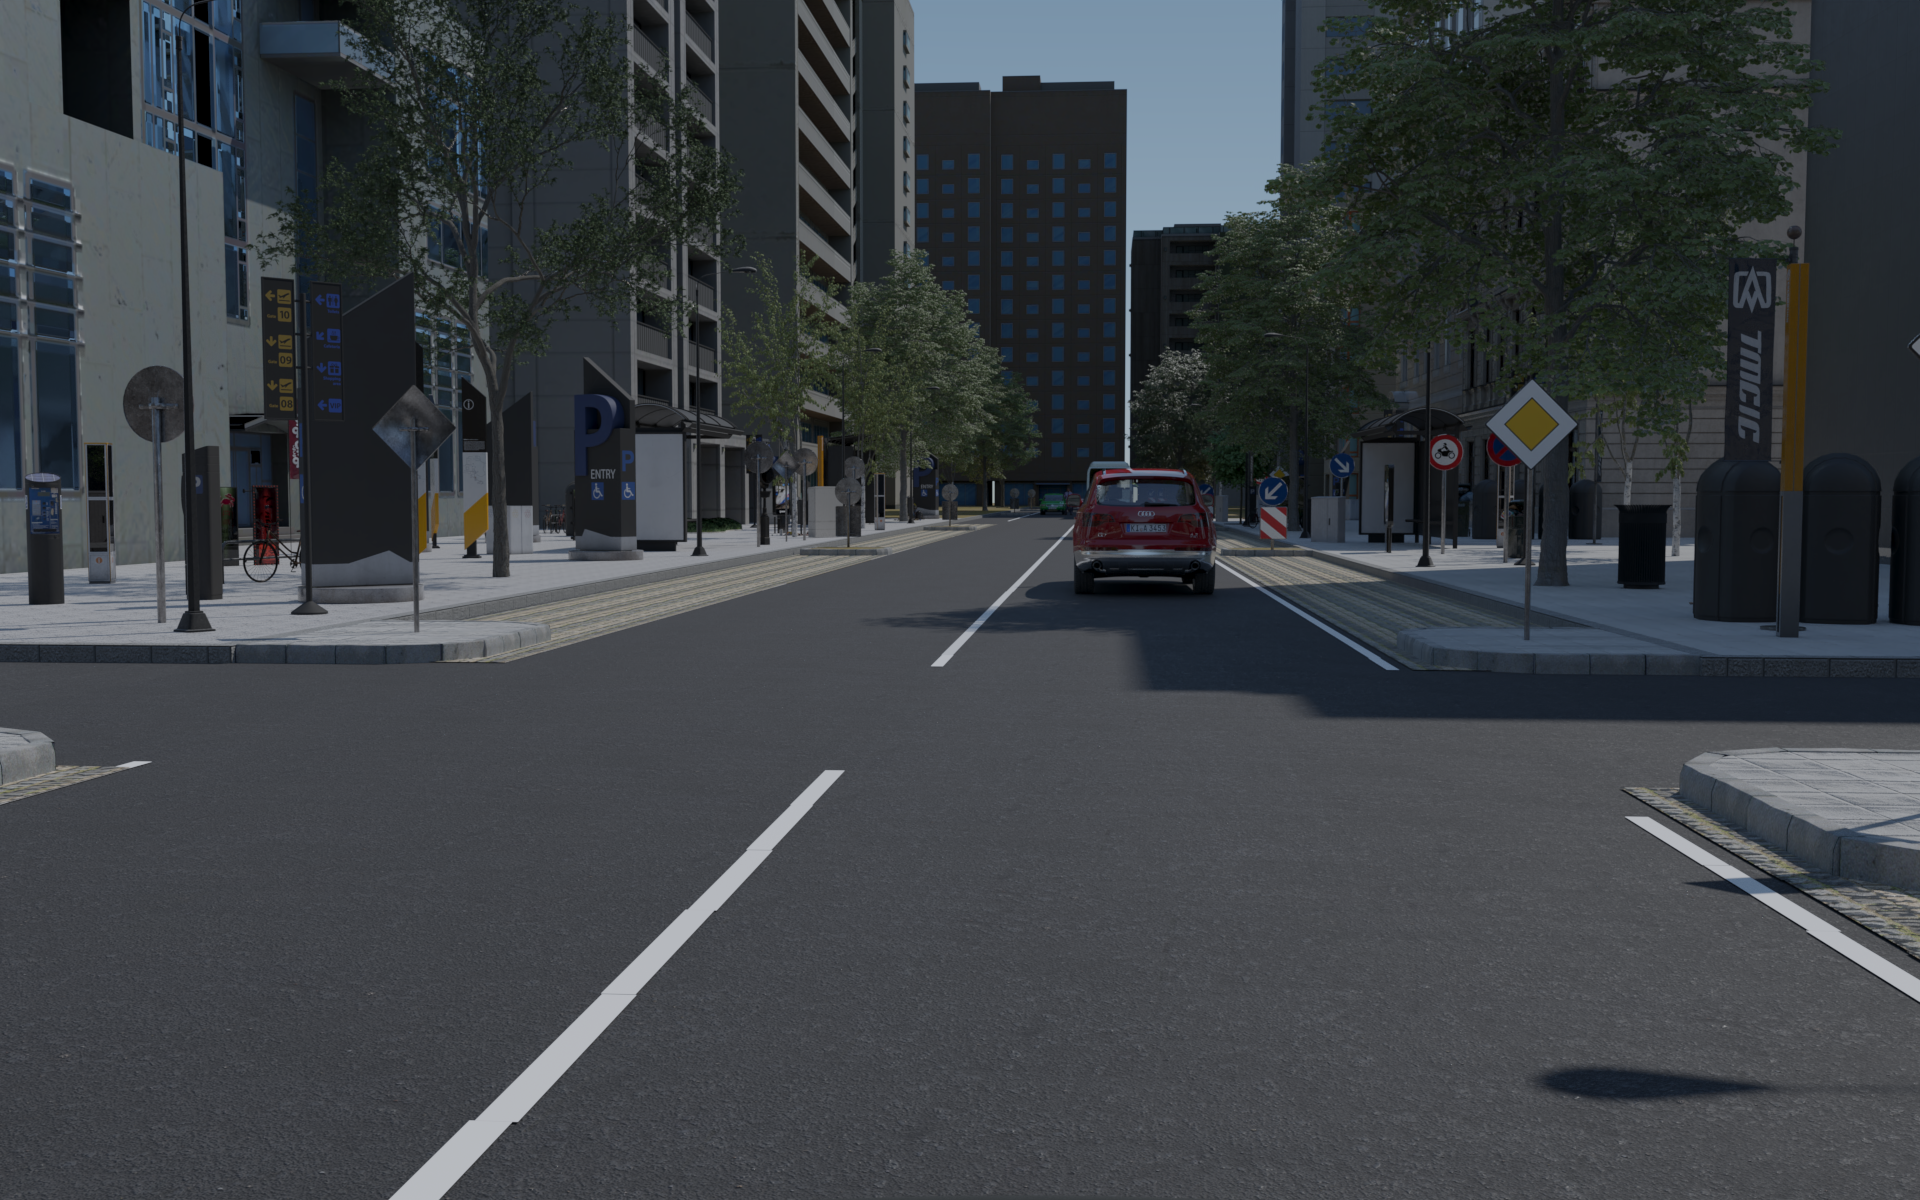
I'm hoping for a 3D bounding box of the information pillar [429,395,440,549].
[{"bbox_3d":[-12.361,-3.018,40.699,0.183,3.616,0.504,-2,4,-29],"label":"information pillar"}]

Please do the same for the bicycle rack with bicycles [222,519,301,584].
[{"bbox_3d":[-9.216,-0.730,25.313,2.852,0.926,2.925,1,4,20],"label":"bicycle rack with bicycles"}]

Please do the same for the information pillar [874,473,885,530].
[{"bbox_3d":[-2.838,-3.469,61.217,0.304,2.012,0.304,-1,4,-22],"label":"information pillar"}]

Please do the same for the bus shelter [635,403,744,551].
[{"bbox_3d":[-6.689,-2.893,41.222,2.014,3.302,5.546,0,4,5],"label":"bus shelter"}]

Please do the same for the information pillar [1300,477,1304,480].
[{"bbox_3d":[14.356,-4.185,72.914,0.304,2.012,0.304,0,4,0],"label":"information pillar"}]

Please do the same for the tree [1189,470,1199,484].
[{"bbox_3d":[17.939,-8.595,135.123,1.663,3.219,1.824,0,3,0],"label":"tree"}]

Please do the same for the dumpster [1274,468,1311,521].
[{"bbox_3d":[12.564,-3.898,66.230,1.502,2.255,1.985,0,4,5],"label":"dumpster"}]

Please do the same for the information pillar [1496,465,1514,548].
[{"bbox_3d":[12.966,-2.243,41.167,0.304,2.012,0.304,3,4,37],"label":"information pillar"}]

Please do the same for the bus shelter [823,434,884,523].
[{"bbox_3d":[-4.321,-4.837,70.365,1.731,3.624,6.357,0,4,5],"label":"bus shelter"}]

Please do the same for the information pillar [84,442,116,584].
[{"bbox_3d":[-12.312,-1.242,24.806,0.304,2.012,0.304,-1,4,-12],"label":"information pillar"}]

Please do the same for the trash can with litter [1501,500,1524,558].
[{"bbox_3d":[11.154,-1.436,34.873,0.624,1.170,1.055,1,4,11],"label":"trash can with litter"}]

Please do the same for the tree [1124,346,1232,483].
[{"bbox_3d":[19.036,-14.892,150.146,9.857,13.997,8.962,0,3,0],"label":"tree"}]

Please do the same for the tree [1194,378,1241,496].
[{"bbox_3d":[15.591,-9.310,102.576,4.360,8.622,3.978,0,3,0],"label":"tree"}]

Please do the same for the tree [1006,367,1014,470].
[{"bbox_3d":[-1.288,-10.805,94.796,7.486,12.596,7.792,0,3,0],"label":"tree"}]

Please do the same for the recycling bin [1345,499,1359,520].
[{"bbox_3d":[19.261,-4.430,84.977,0.722,1.027,0.722,-1,4,-20],"label":"recycling bin"}]

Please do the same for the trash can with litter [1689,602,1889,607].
[{"bbox_3d":[9.720,-0.556,20.147,2.233,1.210,1.678,2,4,24],"label":"trash can with litter"}]

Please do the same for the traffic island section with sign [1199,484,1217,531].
[{"bbox_3d":[9.364,-3.583,67.210,1.989,1.847,2.006,0,4,5],"label":"traffic island section with sign"}]

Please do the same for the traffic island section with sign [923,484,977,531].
[{"bbox_3d":[-0.356,-3.638,68.103,1.989,1.847,2.006,0,4,5],"label":"traffic island section with sign"}]

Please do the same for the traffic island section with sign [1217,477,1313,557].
[{"bbox_3d":[7.113,-1.940,40.348,1.989,1.847,2.006,0,4,5],"label":"traffic island section with sign"}]

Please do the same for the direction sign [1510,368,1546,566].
[{"bbox_3d":[10.175,-2.392,31.100,0.876,3.537,0.379,-2,4,-31],"label":"direction sign"}]

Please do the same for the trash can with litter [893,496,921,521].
[{"bbox_3d":[-2.686,-4.445,83.731,1.678,1.210,2.233,2,4,26],"label":"trash can with litter"}]

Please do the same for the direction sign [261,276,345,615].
[{"bbox_3d":[-6.958,-1.616,18.419,0.379,3.537,0.876,3,5,43],"label":"direction sign"}]

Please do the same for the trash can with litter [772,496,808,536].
[{"bbox_3d":[-4.895,-2.580,53.241,1.678,1.210,2.233,-3,4,-39],"label":"trash can with litter"}]

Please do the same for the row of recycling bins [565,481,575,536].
[{"bbox_3d":[-10.491,-2.778,52.528,3.534,1.692,1.069,2,4,25],"label":"row of recycling bins"}]

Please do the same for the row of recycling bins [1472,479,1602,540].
[{"bbox_3d":[16.356,-2.565,49.057,3.534,1.692,1.069,0,4,4],"label":"row of recycling bins"}]

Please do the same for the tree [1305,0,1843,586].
[{"bbox_3d":[8.214,-6.495,24.327,7.486,12.596,7.792,0,3,0],"label":"tree"}]

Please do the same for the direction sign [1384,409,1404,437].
[{"bbox_3d":[11.664,-3.342,46.637,0.876,3.537,0.379,-3,5,-40],"label":"direction sign"}]

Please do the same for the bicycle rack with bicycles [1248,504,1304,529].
[{"bbox_3d":[12.291,-3.082,63.768,2.852,0.926,2.925,-1,4,-20],"label":"bicycle rack with bicycles"}]

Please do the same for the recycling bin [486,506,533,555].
[{"bbox_3d":[-9.644,-1.500,37.073,0.722,1.027,0.722,2,4,32],"label":"recycling bin"}]

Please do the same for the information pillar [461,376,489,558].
[{"bbox_3d":[-9.673,-2.639,34.506,0.504,3.616,0.183,0,4,1],"label":"information pillar"}]

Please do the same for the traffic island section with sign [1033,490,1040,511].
[{"bbox_3d":[6.055,-8.318,144.626,1.989,1.847,2.006,0,4,5],"label":"traffic island section with sign"}]

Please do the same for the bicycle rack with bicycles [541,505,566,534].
[{"bbox_3d":[-13.871,-2.669,57.024,2.852,0.926,2.925,0,4,6],"label":"bicycle rack with bicycles"}]

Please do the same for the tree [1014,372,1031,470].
[{"bbox_3d":[1.834,-13.191,133.800,7.486,12.596,7.792,0,3,0],"label":"tree"}]

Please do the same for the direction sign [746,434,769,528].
[{"bbox_3d":[-7.836,-4.526,65.999,0.876,3.537,0.379,3,5,40],"label":"direction sign"}]

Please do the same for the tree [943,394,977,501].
[{"bbox_3d":[-0.668,-9.512,105.879,4.737,8.622,4.395,0,3,0],"label":"tree"}]

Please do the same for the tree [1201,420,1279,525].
[{"bbox_3d":[11.812,-5.473,73.193,4.285,4.588,4.351,0,3,0],"label":"tree"}]

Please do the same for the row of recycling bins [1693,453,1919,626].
[{"bbox_3d":[9.244,-0.620,17.253,3.534,1.692,1.069,1,4,14],"label":"row of recycling bins"}]

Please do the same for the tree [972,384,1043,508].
[{"bbox_3d":[3.927,-14.485,162.579,9.928,11.665,9.643,0,3,0],"label":"tree"}]

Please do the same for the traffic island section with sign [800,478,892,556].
[{"bbox_3d":[-2.642,-1.975,40.925,1.989,1.847,2.006,0,4,5],"label":"traffic island section with sign"}]

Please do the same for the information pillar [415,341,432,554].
[{"bbox_3d":[-7.318,-1.927,22.854,0.504,3.616,0.183,-3,4,-37],"label":"information pillar"}]

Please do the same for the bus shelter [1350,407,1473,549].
[{"bbox_3d":[11.099,-3.004,43.035,2.014,3.302,5.546,0,4,5],"label":"bus shelter"}]

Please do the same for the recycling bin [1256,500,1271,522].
[{"bbox_3d":[13.696,-4.053,78.814,0.722,1.027,0.722,-1,4,-19],"label":"recycling bin"}]

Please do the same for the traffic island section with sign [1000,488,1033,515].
[{"bbox_3d":[3.769,-6.655,117.440,1.989,1.847,2.006,0,4,5],"label":"traffic island section with sign"}]
